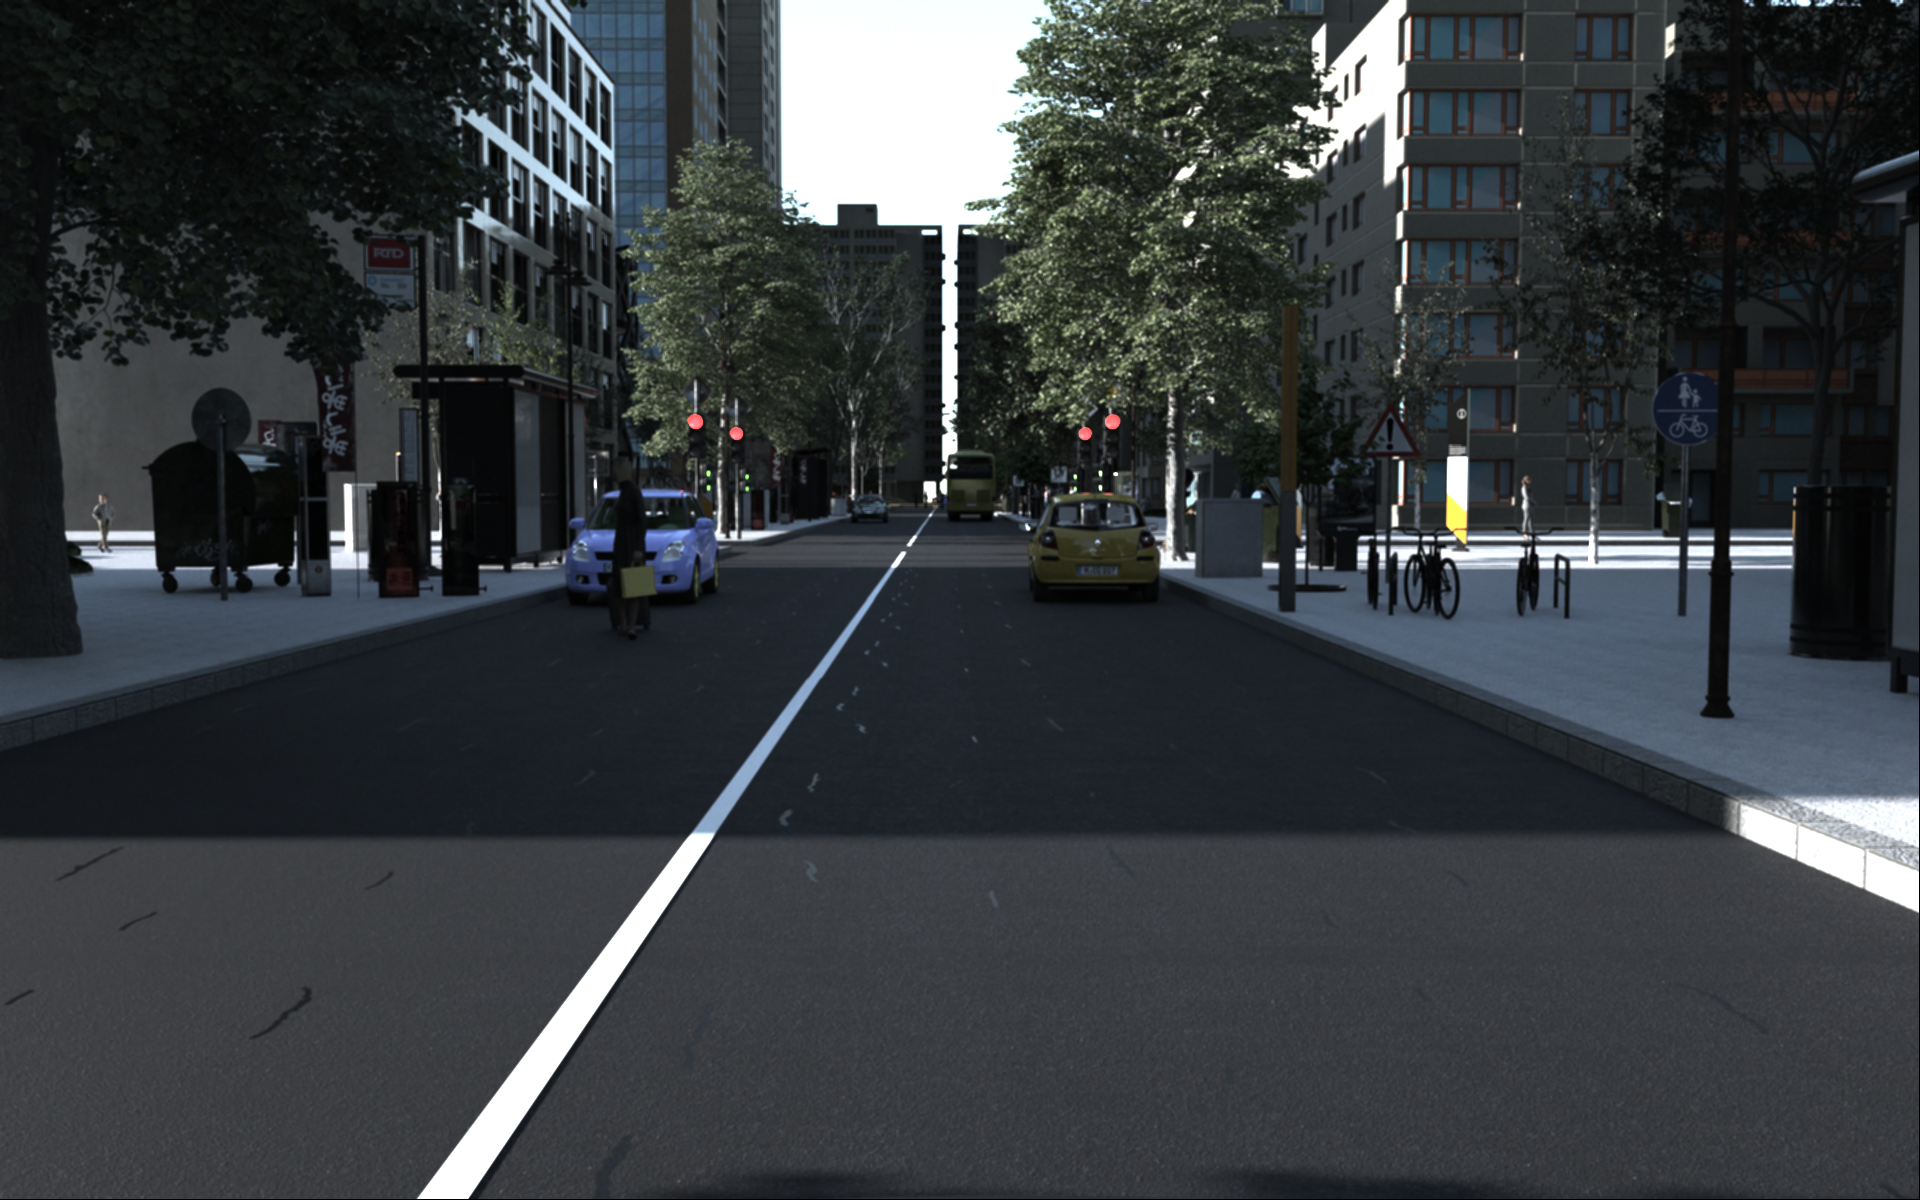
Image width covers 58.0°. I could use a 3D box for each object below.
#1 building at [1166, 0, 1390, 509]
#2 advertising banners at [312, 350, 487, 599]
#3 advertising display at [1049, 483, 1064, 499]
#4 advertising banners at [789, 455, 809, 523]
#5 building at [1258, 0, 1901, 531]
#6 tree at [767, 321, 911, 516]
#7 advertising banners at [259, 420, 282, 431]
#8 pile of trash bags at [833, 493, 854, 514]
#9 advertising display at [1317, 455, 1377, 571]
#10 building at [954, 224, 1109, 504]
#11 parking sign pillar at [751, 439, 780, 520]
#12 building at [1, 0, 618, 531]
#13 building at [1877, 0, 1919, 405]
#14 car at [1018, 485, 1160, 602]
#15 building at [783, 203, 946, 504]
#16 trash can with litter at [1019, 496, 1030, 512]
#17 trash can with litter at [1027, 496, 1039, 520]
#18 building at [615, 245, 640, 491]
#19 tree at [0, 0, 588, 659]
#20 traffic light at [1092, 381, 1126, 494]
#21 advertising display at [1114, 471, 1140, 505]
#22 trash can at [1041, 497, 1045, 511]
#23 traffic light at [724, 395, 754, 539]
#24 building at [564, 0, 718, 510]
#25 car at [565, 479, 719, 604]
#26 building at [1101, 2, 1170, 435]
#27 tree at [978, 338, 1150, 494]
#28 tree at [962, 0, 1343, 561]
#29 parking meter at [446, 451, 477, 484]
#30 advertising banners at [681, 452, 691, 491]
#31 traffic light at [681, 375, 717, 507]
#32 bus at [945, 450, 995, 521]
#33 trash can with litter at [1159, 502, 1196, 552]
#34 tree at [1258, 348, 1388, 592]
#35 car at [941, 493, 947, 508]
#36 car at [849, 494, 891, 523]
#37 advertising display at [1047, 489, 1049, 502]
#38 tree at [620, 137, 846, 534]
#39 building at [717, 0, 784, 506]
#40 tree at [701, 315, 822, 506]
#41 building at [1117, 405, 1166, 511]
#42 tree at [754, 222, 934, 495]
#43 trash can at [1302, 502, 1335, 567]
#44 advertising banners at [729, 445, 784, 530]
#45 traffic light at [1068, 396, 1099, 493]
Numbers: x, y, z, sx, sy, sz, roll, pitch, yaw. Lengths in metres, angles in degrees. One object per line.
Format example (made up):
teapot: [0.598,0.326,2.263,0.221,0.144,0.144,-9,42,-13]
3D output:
building: [24.896,-29.575,107.248,21.300,48.544,21.600,0,4,0]
advertising banners: [-6.934,-1.543,21.421,2.074,3.025,0.090,-2,4,-29]
advertising display: [4.930,-4.879,84.993,0.974,1.923,0.123,2,4,31]
advertising banners: [-7.666,-4.943,76.998,2.074,3.025,0.090,1,4,14]
building: [29.370,-13.926,72.726,28.899,21.520,27.650,0,4,0]
tree: [-7.587,-10.856,103.258,9.928,11.665,9.643,0,3,0]
advertising banners: [-16.997,-2.720,40.661,2.074,3.025,0.090,-2,4,-28]
pile of trash bags: [-8.096,-6.426,114.820,1.912,1.369,3.447,-1,4,-18]
advertising display: [6.428,-1.443,28.810,0.974,1.923,0.123,0,4,-4]
building: [11.183,-33.156,233.983,23.993,40.220,32.217,0,4,0]
parking sign pillar: [-9.609,-5.925,85.343,1.447,3.967,1.447,-2,4,-34]
building: [-27.952,-16.602,75.964,19.350,26.468,34.151,0,4,0]
building: [22.766,-13.722,17.864,14.314,27.812,24.014,0,4,0]
car: [1.839,-0.874,24.510,2.015,1.641,3.980,0,4,1]
building: [-13.888,-33.180,234.369,23.993,40.220,32.217,0,4,0]
trash can with litter: [4.579,-6.789,122.059,1.678,1.210,2.233,0,4,-7]
trash can with litter: [3.795,-4.630,87.095,0.624,1.170,1.055,1,4,18]
building: [-27.661,-14.330,101.752,16.820,18.784,16.811,0,4,0]
tree: [-7.290,-6.527,13.378,9.857,13.997,8.962,0,3,0]
traffic light: [3.569,-3.192,41.106,0.839,4.253,0.868,0,4,0]
advertising display: [4.696,-2.664,48.769,0.974,1.923,0.123,-3,5,-45]
trash can: [4.632,-5.462,100.953,0.748,1.137,0.748,0,3,0]
traffic light: [-6.258,-3.674,48.993,0.839,4.253,0.868,0,4,0]
building: [-26.040,-29.407,130.923,14.600,45.320,14.200,0,4,0]
car: [-4.306,-0.866,23.748,1.945,1.707,3.694,0,4,-2]
building: [25.905,-33.864,173.281,23.786,49.044,30.456,0,4,0]
tree: [4.209,-8.401,71.762,8.767,10.594,7.601,2,4,27]
tree: [3.780,-7.024,32.964,7.486,12.596,7.792,0,3,0]
parking meter: [-6.766,-1.091,23.552,0.399,1.863,0.255,-1,4,-14]
advertising banners: [-10.535,-4.231,65.367,0.090,3.025,2.074,1,4,15]
traffic light: [-6.191,-3.186,41.009,0.839,4.253,0.868,0,4,0]
bus: [0.554,-6.371,95.720,2.896,3.916,12.252,0,3,0]
trash can with litter: [4.907,-1.634,38.106,1.055,1.170,0.624,2,4,24]
tree: [4.538,-1.735,22.973,1.663,3.219,1.824,0,3,0]
car: [-1.119,-10.477,180.889,1.945,1.707,3.694,0,4,-2]
car: [-4.559,-4.643,87.717,2.131,1.459,4.920,0,4,-2]
advertising display: [6.434,-6.951,118.866,0.974,1.923,0.123,0,4,-3]
tree: [-7.293,-8.414,55.693,7.486,12.596,7.792,0,3,0]
building: [-29.273,-45.206,177.374,20.611,71.187,20.563,0,4,0]
tree: [-7.890,-7.309,69.867,4.360,8.622,3.978,0,3,0]
building: [27.794,-18.268,143.726,27.650,21.520,28.899,0,4,0]
tree: [-8.992,-16.323,122.764,12.611,20.169,13.585,0,3,0]
trash can: [6.443,-1.166,30.719,0.748,1.137,0.748,0,3,0]
advertising banners: [-7.287,-4.028,62.044,2.074,3.025,0.090,0,4,2]
traffic light: [3.503,-3.680,49.091,0.839,4.253,0.868,0,4,0]
